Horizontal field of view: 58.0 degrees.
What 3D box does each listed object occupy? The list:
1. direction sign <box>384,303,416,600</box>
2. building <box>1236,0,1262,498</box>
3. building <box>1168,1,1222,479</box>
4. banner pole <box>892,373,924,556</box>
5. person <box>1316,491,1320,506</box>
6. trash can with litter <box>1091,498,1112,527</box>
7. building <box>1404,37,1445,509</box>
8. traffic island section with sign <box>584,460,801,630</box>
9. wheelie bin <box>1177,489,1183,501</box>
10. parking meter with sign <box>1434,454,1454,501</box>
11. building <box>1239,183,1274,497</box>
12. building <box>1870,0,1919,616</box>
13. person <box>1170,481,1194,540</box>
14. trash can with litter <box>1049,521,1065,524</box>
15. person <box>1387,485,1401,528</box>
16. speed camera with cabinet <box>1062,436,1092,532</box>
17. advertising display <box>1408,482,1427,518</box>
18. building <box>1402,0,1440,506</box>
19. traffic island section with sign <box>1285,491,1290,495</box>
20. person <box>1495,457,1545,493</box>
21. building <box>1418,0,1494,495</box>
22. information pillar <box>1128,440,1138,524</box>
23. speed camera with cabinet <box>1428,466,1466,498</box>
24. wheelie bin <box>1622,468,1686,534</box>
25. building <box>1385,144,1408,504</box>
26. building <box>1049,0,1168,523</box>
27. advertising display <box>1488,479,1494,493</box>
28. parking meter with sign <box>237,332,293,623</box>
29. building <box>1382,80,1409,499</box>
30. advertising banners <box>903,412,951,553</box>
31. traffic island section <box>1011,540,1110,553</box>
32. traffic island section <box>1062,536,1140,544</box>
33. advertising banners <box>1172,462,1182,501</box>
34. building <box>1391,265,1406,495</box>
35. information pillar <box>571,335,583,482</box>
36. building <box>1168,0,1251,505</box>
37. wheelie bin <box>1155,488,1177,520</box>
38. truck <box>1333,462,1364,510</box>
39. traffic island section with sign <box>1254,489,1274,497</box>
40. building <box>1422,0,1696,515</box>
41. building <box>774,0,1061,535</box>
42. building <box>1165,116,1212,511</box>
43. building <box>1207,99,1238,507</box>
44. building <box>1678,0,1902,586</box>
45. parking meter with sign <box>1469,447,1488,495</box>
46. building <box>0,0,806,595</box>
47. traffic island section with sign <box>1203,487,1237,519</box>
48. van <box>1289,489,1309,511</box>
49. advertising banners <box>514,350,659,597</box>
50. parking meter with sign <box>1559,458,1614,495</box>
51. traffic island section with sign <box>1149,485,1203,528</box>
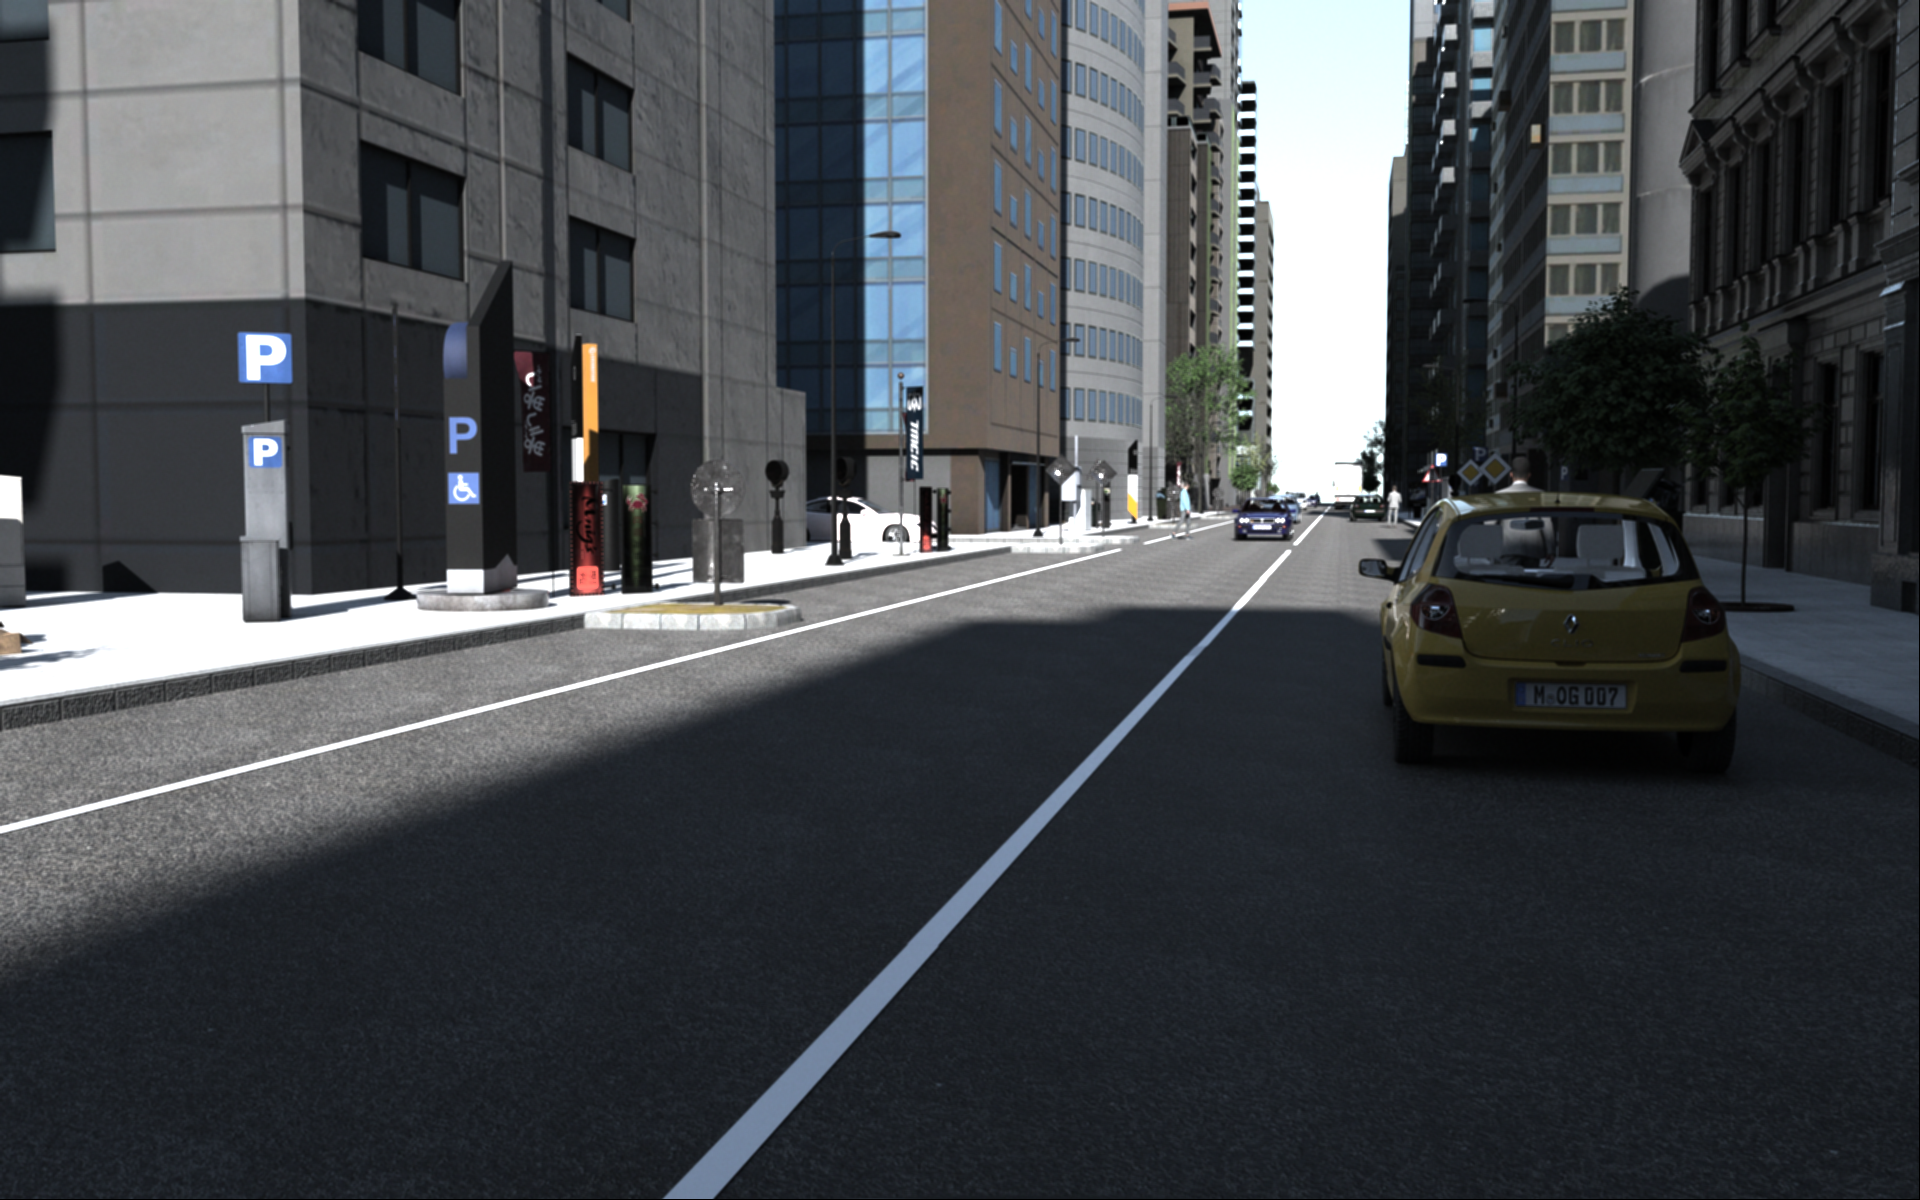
[{"bbox_3d":[-6.820,-1.774,21.001,0.379,3.537,0.876,-1,4,-20],"label":"direction sign"},{"bbox_3d":[32.144,-57.049,245.427,22.319,86.520,31.000,1,4,12],"label":"building"},{"bbox_3d":[11.672,-30.618,155.225,22.147,44.769,28.867,1,4,12],"label":"building"},{"bbox_3d":[-1.047,-2.790,35.641,0.863,3.779,0.401,3,5,42],"label":"banner pole"},{"bbox_3d":[43.295,-12.317,209.867,0.705,1.826,1.348,0,4,-5],"label":"person"},{"bbox_3d":[5.424,-3.468,68.086,1.055,1.170,0.624,-1,4,-19],"label":"trash can with litter"},{"bbox_3d":[47.924,-28.995,157.657,14.154,41.232,14.086,1,4,12],"label":"building"},{"bbox_3d":[-2.856,-0.649,19.238,1.989,1.847,2.006,1,4,12],"label":"traffic island section with sign"},{"bbox_3d":[12.729,-5.616,99.725,0.693,1.594,0.980,2,4,31],"label":"wheelie bin"},{"bbox_3d":[20.820,-4.738,73.732,0.543,3.016,1.738,-1,4,-10],"label":"parking meter with sign"},{"bbox_3d":[37.989,-39.668,272.278,21.300,48.544,21.600,1,4,12],"label":"building"},{"bbox_3d":[13.143,-9.814,9.611,9.793,20.994,18.267,1,4,12],"label":"building"},{"bbox_3d":[7.028,-2.826,54.561,0.748,1.841,0.638,1,4,21],"label":"person"},{"bbox_3d":[3.853,-3.884,74.556,2.233,1.210,1.678,2,4,31],"label":"trash can with litter"},{"bbox_3d":[18.495,-3.990,73.937,0.606,1.804,0.583,0,4,-8],"label":"person"},{"bbox_3d":[3.989,-3.982,59.445,0.660,3.252,2.038,1,4,19],"label":"speed camera with cabinet"},{"bbox_3d":[24.171,-5.277,91.496,0.974,1.923,0.123,2,4,33],"label":"advertising display"},{"bbox_3d":[56.477,-38.846,177.135,21.231,58.520,28.212,1,4,12],"label":"building"},{"bbox_3d":[49.286,-15.119,255.826,1.989,1.847,2.006,1,4,12],"label":"traffic island section with sign"},{"bbox_3d":[5.401,-0.488,16.753,0.678,1.792,0.850,1,4,16],"label":"person"},{"bbox_3d":[48.495,-31.494,134.533,23.786,49.044,30.456,1,4,12],"label":"building"},{"bbox_3d":[7.420,-5.072,74.280,0.504,3.616,0.183,-3,4,-39],"label":"information pillar"},{"bbox_3d":[25.566,-5.908,90.933,0.660,3.252,2.038,-2,4,-34],"label":"speed camera with cabinet"},{"bbox_3d":[8.538,-0.828,21.451,0.693,1.594,0.980,0,4,-4],"label":"wheelie bin"},{"bbox_3d":[68.792,-37.314,233.792,21.300,48.544,21.600,1,4,12],"label":"building"},{"bbox_3d":[-1.101,-33.493,89.611,21.231,58.520,28.212,1,4,12],"label":"building"},{"bbox_3d":[20.783,-3.822,67.703,0.123,1.923,0.974,0,4,5],"label":"advertising display"},{"bbox_3d":[-7.236,-1.331,18.021,0.543,3.016,1.738,-1,4,-19],"label":"parking meter with sign"},{"bbox_3d":[75.454,-57.846,258.454,22.319,86.520,31.000,1,4,12],"label":"building"},{"bbox_3d":[-0.732,-2.545,37.804,0.090,3.025,2.074,2,4,29],"label":"advertising banners"},{"bbox_3d":[2.510,-1.303,43.592,2.009,0.180,2.903,1,4,12],"label":"traffic island section"},{"bbox_3d":[4.229,-1.780,51.390,2.009,0.180,2.903,1,4,12],"label":"traffic island section"},{"bbox_3d":[11.288,-5.904,92.725,0.090,3.025,2.074,3,5,42],"label":"advertising banners"},{"bbox_3d":[61.603,-27.277,217.676,14.160,30.474,14.107,1,4,12],"label":"building"},{"bbox_3d":[-5.683,-2.104,25.748,0.183,3.616,0.504,-1,4,-22],"label":"information pillar"},{"bbox_3d":[26.928,-47.854,220.667,20.563,71.187,20.611,1,4,12],"label":"building"},{"bbox_3d":[10.195,-4.822,86.744,0.693,1.594,0.980,2,4,32],"label":"wheelie bin"},{"bbox_3d":[35.209,-10.283,157.042,2.839,4.237,11.283,1,4,12],"label":"truck"},{"bbox_3d":[25.534,-8.525,148.015,1.989,1.847,2.006,1,4,12],"label":"traffic island section with sign"},{"bbox_3d":[43.997,-24.974,100.199,32.217,40.220,23.993,1,4,12],"label":"building"},{"bbox_3d":[-4.381,-25.124,60.885,14.600,45.320,14.200,1,4,12],"label":"building"},{"bbox_3d":[11.769,-22.139,133.679,14.160,30.474,14.107,1,4,12],"label":"building"},{"bbox_3d":[20.189,-30.092,175.605,14.154,41.232,14.086,1,4,12],"label":"building"},{"bbox_3d":[18.449,-9.978,27.770,10.561,19.102,19.286,1,4,12],"label":"building"},{"bbox_3d":[19.379,-4.203,64.986,0.543,3.016,1.738,1,4,8],"label":"parking meter with sign"},{"bbox_3d":[-15.967,-36.312,31.952,20.611,71.187,20.563,1,4,12],"label":"building"},{"bbox_3d":[14.970,-5.594,100.085,1.989,1.847,2.006,1,4,12],"label":"traffic island section with sign"},{"bbox_3d":[29.552,-8.846,151.635,2.013,2.044,4.112,1,4,11],"label":"van"},{"bbox_3d":[-4.682,-1.564,21.765,2.074,3.025,0.090,-3,5,-45],"label":"advertising banners"},{"bbox_3d":[12.551,-2.381,35.186,1.738,3.016,0.543,-1,4,-12],"label":"parking meter with sign"},{"bbox_3d":[9.093,-3.962,73.413,1.989,1.847,2.006,1,4,12],"label":"traffic island section with sign"}]
